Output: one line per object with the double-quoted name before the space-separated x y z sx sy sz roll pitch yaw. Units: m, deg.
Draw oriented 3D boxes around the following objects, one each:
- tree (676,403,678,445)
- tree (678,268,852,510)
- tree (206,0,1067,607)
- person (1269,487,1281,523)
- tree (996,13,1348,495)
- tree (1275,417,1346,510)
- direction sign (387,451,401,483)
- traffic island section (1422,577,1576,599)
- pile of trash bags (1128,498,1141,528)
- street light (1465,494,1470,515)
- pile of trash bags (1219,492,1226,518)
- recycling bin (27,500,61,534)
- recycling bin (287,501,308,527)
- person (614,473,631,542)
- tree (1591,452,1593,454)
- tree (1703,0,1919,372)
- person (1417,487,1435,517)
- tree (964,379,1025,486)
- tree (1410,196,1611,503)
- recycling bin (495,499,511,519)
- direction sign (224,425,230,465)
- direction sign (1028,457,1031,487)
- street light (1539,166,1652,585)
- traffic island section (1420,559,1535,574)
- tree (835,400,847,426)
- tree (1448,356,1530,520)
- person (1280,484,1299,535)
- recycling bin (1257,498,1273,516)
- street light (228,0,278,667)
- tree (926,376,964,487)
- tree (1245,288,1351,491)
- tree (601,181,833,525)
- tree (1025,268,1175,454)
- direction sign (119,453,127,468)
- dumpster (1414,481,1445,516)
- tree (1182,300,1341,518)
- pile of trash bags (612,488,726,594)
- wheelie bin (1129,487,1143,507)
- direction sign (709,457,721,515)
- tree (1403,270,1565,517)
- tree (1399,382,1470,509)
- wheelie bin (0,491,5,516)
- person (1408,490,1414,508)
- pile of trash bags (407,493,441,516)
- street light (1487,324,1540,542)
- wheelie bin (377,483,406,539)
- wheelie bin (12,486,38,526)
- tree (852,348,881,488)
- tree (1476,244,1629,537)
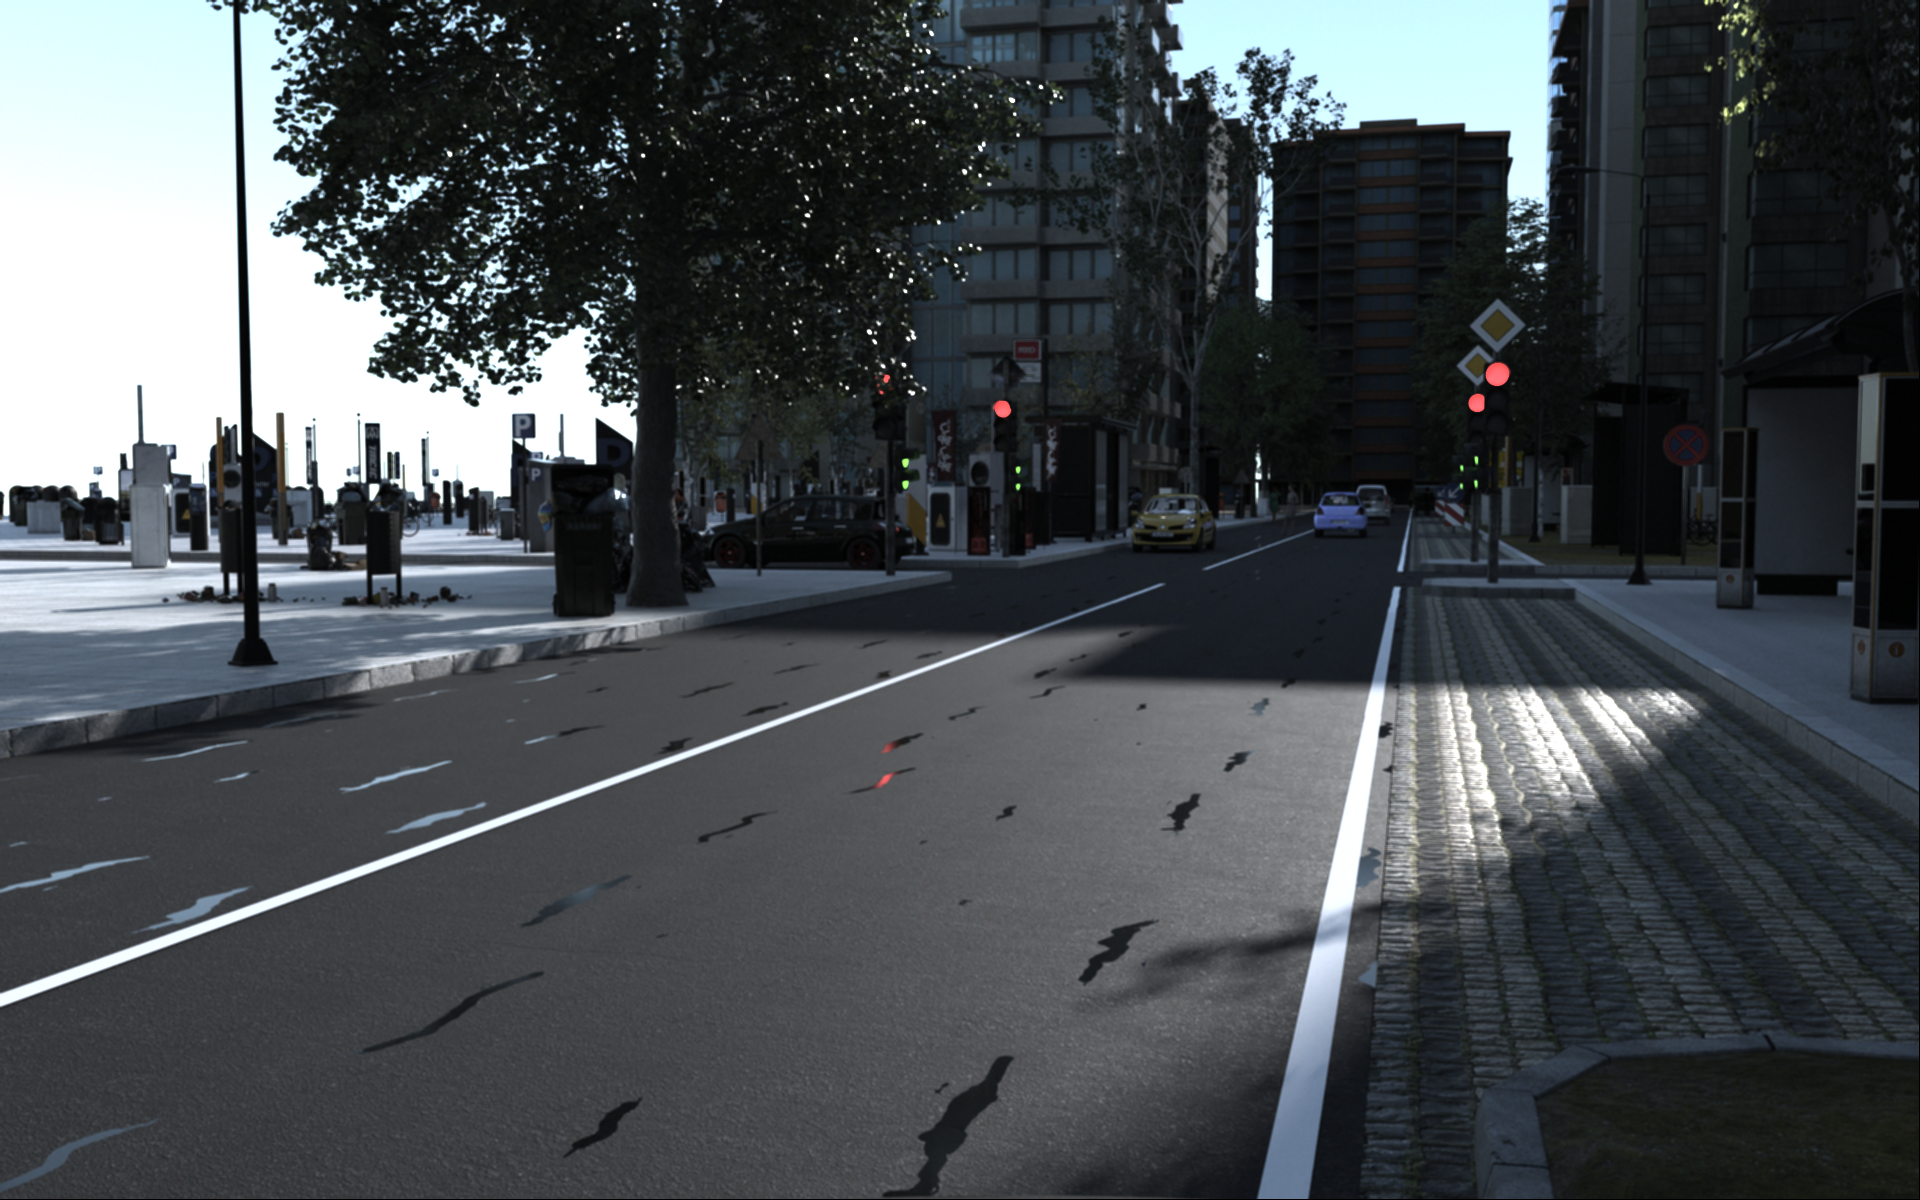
"tree" -13.043 -8.251 85.261 4.360 8.622 3.978 0 3 0
"tree" -6.213 -6.443 55.700 4.360 8.622 3.978 0 3 0
"tree" -3.449 -6.911 19.653 9.857 13.997 8.962 0 3 0
"person" 15.329 -4.633 84.499 0.600 1.795 0.529 1 4 23
"tree" 8.152 -13.084 69.805 12.611 20.169 13.585 0 3 0
"tree" 26.819 -11.380 136.430 4.737 8.622 4.395 0 3 0
"direction sign" -30.075 -6.118 92.030 0.876 3.537 0.379 2 4 24
"traffic island section" 7.724 -0.169 25.046 2.009 0.180 2.903 1 4 15
"pile of trash bags" 6.235 -3.527 67.415 1.912 1.369 3.447 0 4 7
"street light" 22.418 -6.284 75.289 1.470 5.913 1.316 1 4 15
"pile of trash bags" 13.202 -5.154 94.013 1.912 1.369 3.447 -2 4 -32
"recycling bin" -29.971 -2.698 56.668 0.722 1.027 0.722 1 4 17
"recycling bin" -25.817 -3.353 67.382 0.722 1.027 0.722 -2 4 -29
"person" -6.118 -1.363 30.974 0.537 1.800 0.526 1 4 20
"tree" 29.508 -5.652 76.118 4.285 4.588 4.351 0 3 0
"tree" 8.055 -3.903 14.173 4.360 8.622 3.978 0 3 0
"person" 29.406 -6.175 109.089 1.348 1.869 0.705 -1 4 -18
"tree" 3.038 -9.072 98.688 4.360 8.622 3.978 0 3 0
"tree" 20.981 -9.099 66.890 7.486 12.596 7.792 0 3 0
"recycling bin" -23.605 -4.721 89.746 0.722 1.027 0.722 1 4 14
"direction sign" -24.258 -3.998 57.364 0.379 3.537 0.876 -2 4 -31
"direction sign" 4.371 -7.008 106.581 0.379 3.537 0.876 -1 4 -21
"street light" 9.122 -3.181 24.556 1.470 5.913 1.316 1 4 15
"traffic island section" 9.751 -0.642 32.771 2.009 0.180 2.903 1 4 15
"tree" -7.454 -7.848 78.673 4.737 8.622 4.395 0 3 0
"tree" 26.293 -8.342 86.754 4.737 8.622 4.395 0 3 0
"person" 11.450 -3.138 60.147 0.374 1.781 0.599 -2 4 -34
"recycling bin" 18.327 -5.596 104.053 0.722 1.027 0.722 3 5 43
"street light" -4.809 -2.458 12.734 1.470 5.913 1.316 1 4 15
"tree" -0.169 -9.680 108.635 4.360 8.622 3.978 0 3 0
"tree" 18.936 -12.227 106.566 9.857 13.997 8.962 0 3 0
"tree" -5.936 -5.420 38.972 4.737 8.622 4.395 0 3 0
"tree" 5.065 -6.498 56.602 4.360 8.622 3.978 0 3 0
"direction sign" -45.794 -6.292 94.870 0.876 3.537 0.379 3 5 42
"dumpster" 30.507 -6.582 112.566 1.985 2.255 1.502 1 4 14
"tree" 15.819 -10.292 94.026 9.928 11.665 9.643 0 3 0
"pile of trash bags" -4.284 -0.865 23.896 1.912 1.369 3.447 0 4 1
"wheelie bin" 7.280 -3.998 73.282 0.980 1.594 0.693 2 4 24
"direction sign" -15.023 -6.981 106.129 0.379 3.537 0.876 3 5 45
"tree" 29.661 -11.657 97.254 9.857 13.997 8.962 0 3 0
"tree" 50.768 -16.266 176.324 12.009 13.543 11.850 0 3 0
"wheelie bin" -55.620 -5.636 100.048 0.693 1.594 0.980 0 4 -1
"person" 46.448 -10.376 178.244 0.705 1.812 1.348 3 5 41
"pile of trash bags" -31.596 -5.515 99.917 3.447 1.369 1.912 0 4 7
"street light" 14.824 -4.507 46.222 1.470 5.913 1.316 1 4 15
"wheelie bin" -16.063 -2.506 48.883 0.693 1.594 0.980 1 4 18
"wheelie bin" -37.356 -3.755 69.303 0.693 1.594 0.980 1 4 16
"tree" -4.639 -7.151 67.274 4.360 8.622 3.978 0 3 0
"tree" 17.636 -6.192 51.596 4.360 8.622 3.978 0 3 0
